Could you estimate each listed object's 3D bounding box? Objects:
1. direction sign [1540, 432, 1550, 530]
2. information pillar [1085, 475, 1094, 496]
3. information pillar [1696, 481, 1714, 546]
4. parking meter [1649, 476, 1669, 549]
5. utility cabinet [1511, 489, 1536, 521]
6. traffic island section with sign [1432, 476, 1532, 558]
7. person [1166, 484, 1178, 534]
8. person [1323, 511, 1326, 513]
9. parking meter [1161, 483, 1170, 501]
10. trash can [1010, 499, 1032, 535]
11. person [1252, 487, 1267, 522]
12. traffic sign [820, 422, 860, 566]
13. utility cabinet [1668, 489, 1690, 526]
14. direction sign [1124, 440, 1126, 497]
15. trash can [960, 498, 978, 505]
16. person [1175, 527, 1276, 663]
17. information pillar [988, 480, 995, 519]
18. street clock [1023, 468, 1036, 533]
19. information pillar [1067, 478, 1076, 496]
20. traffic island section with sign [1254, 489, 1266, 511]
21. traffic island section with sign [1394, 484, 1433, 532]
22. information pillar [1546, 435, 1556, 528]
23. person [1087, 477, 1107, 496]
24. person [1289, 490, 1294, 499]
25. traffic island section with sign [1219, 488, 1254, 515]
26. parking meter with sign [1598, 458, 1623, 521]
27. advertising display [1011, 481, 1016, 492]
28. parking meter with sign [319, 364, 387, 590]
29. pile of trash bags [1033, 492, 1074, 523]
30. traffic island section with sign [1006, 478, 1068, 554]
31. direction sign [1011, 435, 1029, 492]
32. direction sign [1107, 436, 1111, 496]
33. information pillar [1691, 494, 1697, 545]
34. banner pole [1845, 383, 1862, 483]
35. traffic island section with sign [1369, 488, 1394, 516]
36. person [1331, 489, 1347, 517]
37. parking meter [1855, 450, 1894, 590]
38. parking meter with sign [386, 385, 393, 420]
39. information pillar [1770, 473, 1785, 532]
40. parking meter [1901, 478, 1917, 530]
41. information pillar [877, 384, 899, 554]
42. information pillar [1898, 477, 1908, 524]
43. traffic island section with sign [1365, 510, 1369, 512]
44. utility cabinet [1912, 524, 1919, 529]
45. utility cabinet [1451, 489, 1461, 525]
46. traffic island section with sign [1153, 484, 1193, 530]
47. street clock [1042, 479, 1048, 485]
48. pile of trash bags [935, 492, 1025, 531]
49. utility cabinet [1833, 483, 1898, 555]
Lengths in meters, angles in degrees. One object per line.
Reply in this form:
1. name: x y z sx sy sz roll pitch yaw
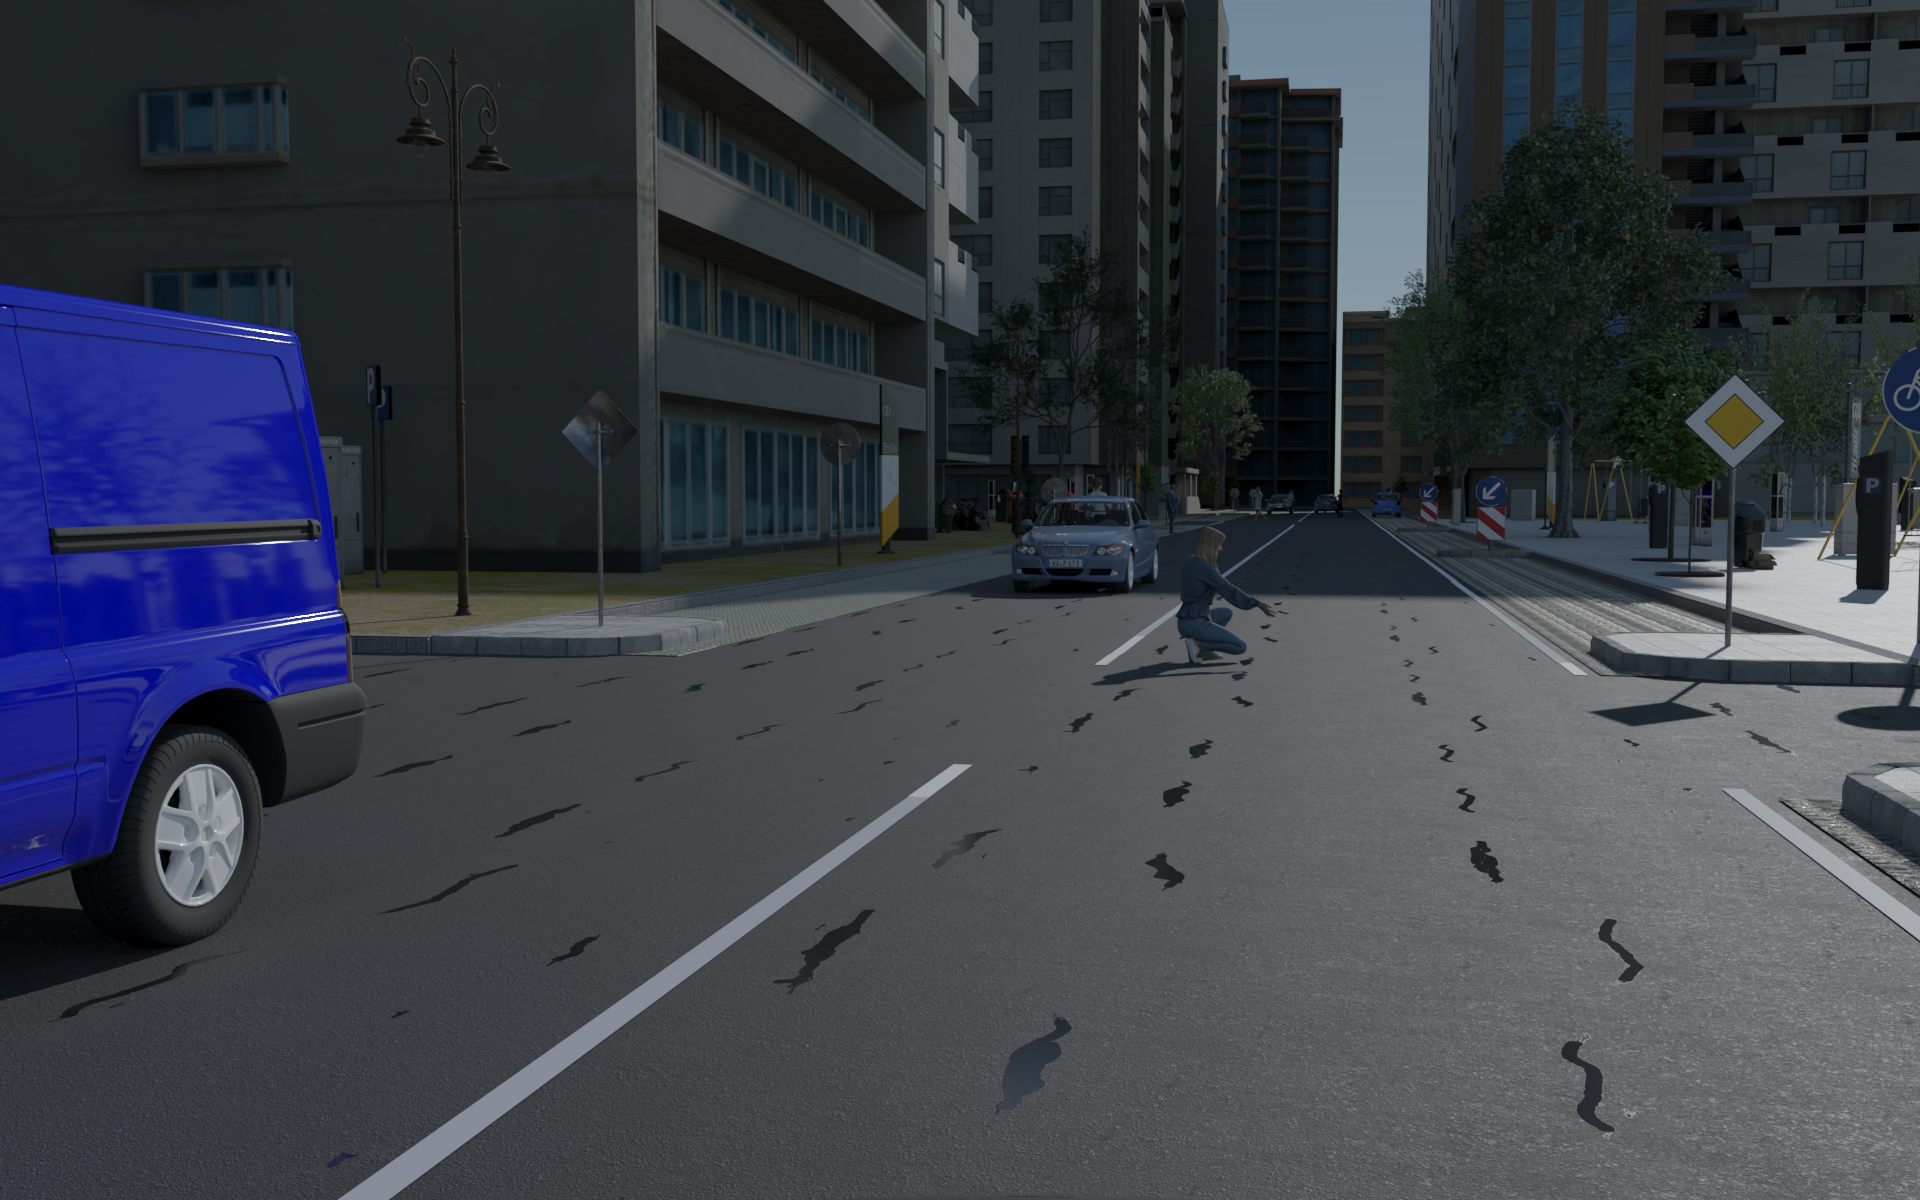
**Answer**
1. direction sign: 21.144 -4.312 62.491 0.379 3.537 0.876 2 4 24
2. information pillar: 4.937 -3.771 66.147 0.304 2.012 0.304 -1 4 -11
3. information pillar: 18.333 -2.325 42.512 0.304 2.012 0.304 2 4 26
4. parking meter: 16.443 -2.144 40.772 0.399 1.863 0.255 0 4 3
5. utility cabinet: 26.898 -4.530 82.746 0.318 1.500 1.173 -3 4 -37
6. traffic island section with sign: 11.911 -1.884 39.431 1.989 1.847 2.006 1 4 12
7. person: 7.620 -3.278 62.271 0.419 1.800 0.721 1 4 17
8. person: 28.314 -7.513 134.563 0.599 1.433 0.991 3 4 39
9. parking meter: 10.702 -5.176 90.335 0.399 1.863 0.255 3 4 38
10. trash can: 1.921 -2.613 54.379 0.748 1.137 0.748 0 3 0
11. person: 15.339 -4.900 88.710 0.778 1.811 0.616 1 4 16
12. traffic sign: -2.149 -1.880 30.848 0.768 2.556 0.104 1 4 17
13. utility cabinet: 28.477 -3.693 69.057 1.173 1.500 0.318 1 4 18
14. direction sign: 6.984 -4.978 73.387 0.379 3.537 0.876 0 4 2
15. trash can: 0.356 -3.371 66.763 0.748 1.137 0.748 0 3 0
16. person: 2.195 -0.059 14.970 0.738 1.151 1.012 -1 4 -12
17. information pillar: 1.666 -5.277 90.771 0.304 2.012 0.304 1 4 17
18. street clock: 1.963 -2.720 49.035 0.358 2.002 0.471 0 4 1
19. information pillar: 5.100 -4.592 79.578 0.304 2.012 0.304 -2 4 -29
20. traffic island section with sign: 24.247 -8.209 142.840 1.989 1.847 2.006 1 4 12
21. traffic island section with sign: 17.649 -3.495 65.771 1.989 1.847 2.006 1 4 12
22. information pillar: 22.347 -4.532 65.445 0.183 3.616 0.504 -1 4 -12
23. person: 2.726 -1.510 33.751 0.480 1.755 0.524 1 4 16
24. person: 24.689 -7.330 129.007 0.551 1.740 0.621 3 5 41
25. traffic island section with sign: 18.516 -6.598 116.499 1.989 1.847 2.006 1 4 12
26. parking meter with sign: 30.896 -5.269 82.406 0.543 3.016 1.738 0 4 -3
27. advertising display: 2.778 -5.089 88.411 0.123 1.923 0.974 1 4 14
28. parking meter with sign: -8.641 -1.641 23.097 1.738 3.016 0.543 -2 4 -31
29. pile of trash bags: 3.627 -3.978 74.788 1.912 1.369 3.447 -3 5 -44
30. traffic island section with sign: 2.247 -2.020 41.654 1.989 1.847 2.006 1 4 12
31. direction sign: 2.319 -4.590 67.051 0.876 3.537 0.379 3 5 40
32. direction sign: 5.851 -4.649 68.003 0.379 3.537 0.876 1 4 14
33. information pillar: 18.559 -2.382 43.434 0.304 2.012 0.304 1 4 9
34. banner pole: 20.233 -3.014 39.296 0.863 3.779 0.401 -3 4 -38
35. traffic island section with sign: 28.145 -6.449 114.069 1.989 1.847 2.006 1 4 12
36. person: 23.354 -5.958 106.604 1.217 1.739 0.721 -2 4 -29
37. parking meter: 12.277 -1.075 23.281 0.255 1.863 0.399 -3 5 -44
38. parking meter with sign: -9.891 -1.905 27.413 0.543 3.016 1.738 3 5 42
39. information pillar: 27.884 -3.340 59.096 0.304 2.012 0.304 -2 4 -24
40. parking meter: 35.549 -3.613 64.784 0.399 1.863 0.255 1 4 18
41. information pillar: -1.532 -2.803 37.182 0.504 3.616 0.183 -3 5 -44
42. information pillar: 40.227 -4.241 73.831 0.304 2.012 0.304 0 4 2
43. traffic island section with sign: 33.934 -8.079 140.726 1.989 1.847 2.006 1 4 12
44. utility cabinet: 34.687 -3.258 61.952 1.173 1.500 0.318 2 4 26
45. utility cabinet: 20.307 -3.807 70.931 0.318 1.500 1.173 1 4 12
46. traffic island section with sign: 8.388 -3.750 69.934 1.989 1.847 2.006 1 4 12
47. street clock: 4.072 -4.785 82.798 0.358 2.002 0.471 1 4 20
48. pile of trash bags: 0.550 -3.120 60.762 3.447 1.369 1.912 -1 4 -8
49. utility cabinet: 18.937 -1.685 36.235 1.173 1.500 0.318 0 4 -3
